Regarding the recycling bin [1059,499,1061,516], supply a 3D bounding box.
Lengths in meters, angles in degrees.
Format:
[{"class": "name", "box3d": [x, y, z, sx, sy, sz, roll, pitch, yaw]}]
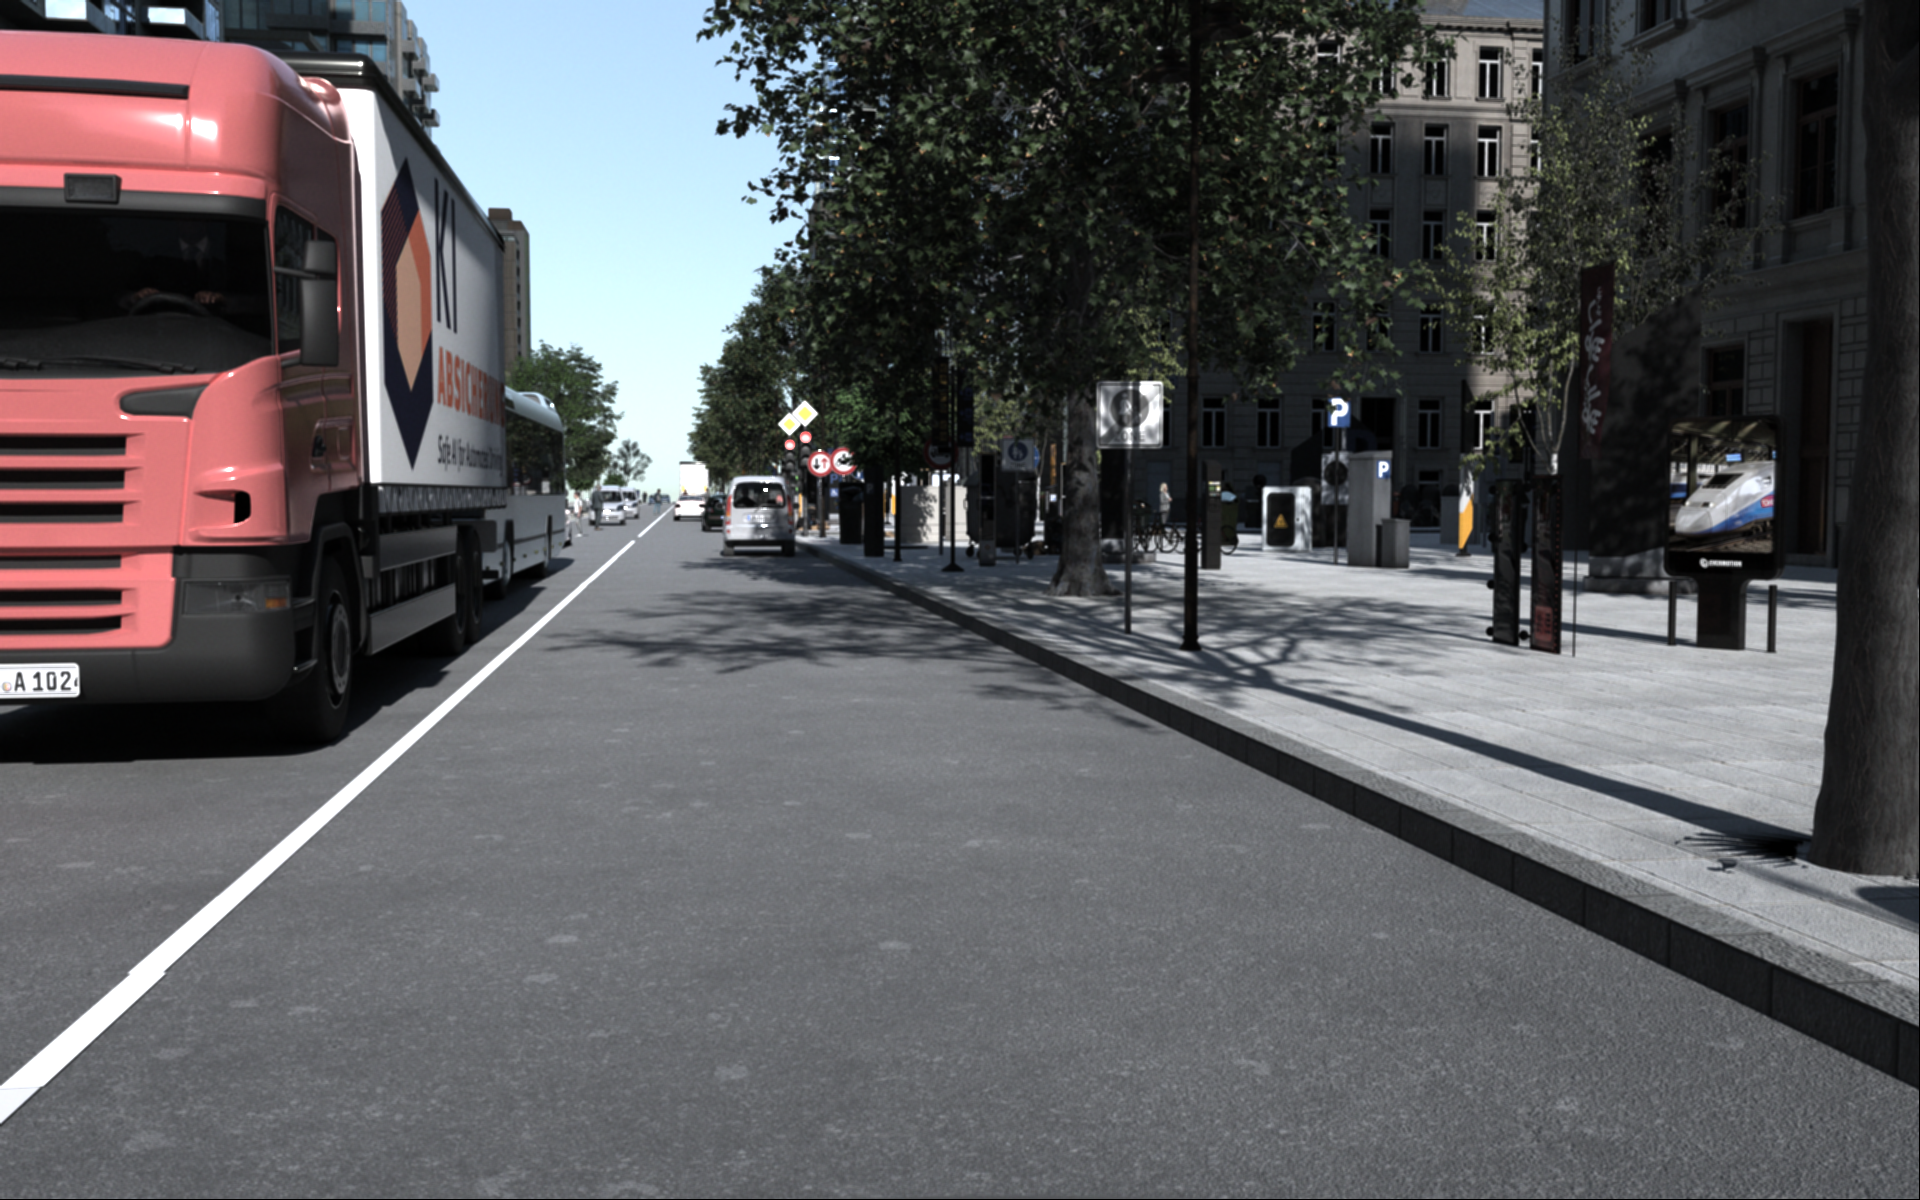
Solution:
[{"class": "recycling bin", "box3d": [5.060, -4.182, 80.925, 0.722, 1.027, 0.722, -1, 4, -15]}]

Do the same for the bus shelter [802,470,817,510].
[{"class": "bus shelter", "box3d": [-7.819, -6.249, 93.460, 1.731, 3.624, 6.357, -1, 4, -9]}]

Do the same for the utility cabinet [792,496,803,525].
[{"class": "utility cabinet", "box3d": [-7.012, -3.724, 72.056, 1.020, 1.237, 0.306, -2, 4, -35]}]

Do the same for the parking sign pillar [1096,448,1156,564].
[{"class": "parking sign pillar", "box3d": [2.963, -2.691, 32.467, 1.447, 3.967, 1.447, 1, 4, 15]}]

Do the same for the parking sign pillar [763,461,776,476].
[{"class": "parking sign pillar", "box3d": [-13.146, -8.039, 119.916, 1.447, 3.967, 1.447, 1, 4, 20]}]

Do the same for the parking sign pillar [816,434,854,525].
[{"class": "parking sign pillar", "box3d": [-5.307, -5.147, 72.624, 1.447, 3.967, 1.447, 0, 4, -7]}]

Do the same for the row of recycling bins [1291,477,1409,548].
[{"class": "row of recycling bins", "box3d": [9.463, -2.170, 42.597, 3.534, 1.692, 1.069, -3, 5, -40]}]

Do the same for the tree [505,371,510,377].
[{"class": "tree", "box3d": [-24.931, -8.439, 88.340, 4.737, 8.622, 4.395, 0, 3, 0]}]

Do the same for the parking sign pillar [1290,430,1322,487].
[{"class": "parking sign pillar", "box3d": [14.411, -5.117, 72.140, 1.447, 3.967, 1.447, 0, 4, 2]}]

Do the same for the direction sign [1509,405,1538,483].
[{"class": "direction sign", "box3d": [14.342, -3.173, 43.873, 0.876, 3.537, 0.379, 0, 4, 2]}]

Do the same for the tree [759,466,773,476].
[{"class": "tree", "box3d": [-12.234, -7.100, 110.681, 1.663, 3.219, 1.824, 0, 3, 0]}]

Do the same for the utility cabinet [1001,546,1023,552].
[{"class": "utility cabinet", "box3d": [1.146, -1.822, 38.463, 0.318, 1.500, 1.173, 1, 4, 12]}]

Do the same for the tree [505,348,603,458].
[{"class": "tree", "box3d": [-29.734, -12.151, 124.430, 9.928, 11.665, 9.643, 0, 3, 0]}]

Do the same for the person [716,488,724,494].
[{"class": "person", "box3d": [-14.862, -6.002, 106.890, 0.793, 1.790, 0.793, 3, 4, 36]}]

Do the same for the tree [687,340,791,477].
[{"class": "tree", "box3d": [-16.202, -12.800, 127.408, 7.486, 12.596, 7.792, 0, 3, 0]}]

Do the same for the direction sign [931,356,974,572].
[{"class": "direction sign", "box3d": [-0.119, -2.243, 28.670, 0.876, 3.537, 0.379, -3, 5, -39]}]

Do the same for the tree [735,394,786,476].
[{"class": "tree", "box3d": [-12.372, -9.478, 105.320, 4.360, 8.622, 3.978, 0, 3, 0]}]

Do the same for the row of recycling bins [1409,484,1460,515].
[{"class": "row of recycling bins", "box3d": [20.411, -4.048, 73.297, 3.534, 1.692, 1.069, 2, 4, 26]}]

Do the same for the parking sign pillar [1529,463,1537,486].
[{"class": "parking sign pillar", "box3d": [38.678, -7.744, 115.087, 1.447, 3.967, 1.447, -2, 4, -29]}]

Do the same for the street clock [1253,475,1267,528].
[{"class": "street clock", "box3d": [11.188, -3.677, 64.681, 0.358, 2.002, 0.471, -3, 5, -40]}]

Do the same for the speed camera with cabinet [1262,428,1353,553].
[{"class": "speed camera with cabinet", "box3d": [7.710, -2.679, 38.140, 2.038, 3.252, 0.660, 2, 4, 32]}]

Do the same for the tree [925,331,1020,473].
[{"class": "tree", "box3d": [0.863, -7.439, 71.997, 4.737, 8.622, 4.395, 0, 3, 0]}]

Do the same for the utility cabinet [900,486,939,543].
[{"class": "utility cabinet", "box3d": [-1.056, -2.227, 45.092, 1.173, 1.500, 0.318, -1, 4, -13]}]

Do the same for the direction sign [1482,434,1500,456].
[{"class": "direction sign", "box3d": [19.924, -4.467, 65.028, 0.876, 3.537, 0.379, -2, 4, -29]}]

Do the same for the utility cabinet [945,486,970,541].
[{"class": "utility cabinet", "box3d": [0.147, -2.360, 47.263, 1.173, 1.500, 0.318, -3, 4, -37]}]

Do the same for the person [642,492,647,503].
[{"class": "person", "box3d": [-51.148, -16.718, 281.857, 1.348, 1.822, 0.705, -3, 4, -38]}]

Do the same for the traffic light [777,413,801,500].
[{"class": "traffic light", "box3d": [-5.912, -4.343, 59.923, 0.839, 4.253, 0.868, -1, 4, -9]}]

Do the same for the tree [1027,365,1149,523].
[{"class": "tree", "box3d": [5.123, -6.952, 64.022, 4.360, 8.622, 3.978, 0, 3, 0]}]

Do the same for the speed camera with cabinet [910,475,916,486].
[{"class": "speed camera with cabinet", "box3d": [-1.229, -4.164, 62.418, 0.660, 3.252, 2.038, -1, 4, -20]}]

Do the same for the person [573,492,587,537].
[{"class": "person", "box3d": [-12.837, -2.888, 58.321, 0.503, 1.515, 0.523, 2, 4, 26]}]

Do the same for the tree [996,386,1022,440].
[{"class": "tree", "box3d": [3.398, -7.773, 77.451, 4.360, 8.622, 3.978, 0, 3, 0]}]

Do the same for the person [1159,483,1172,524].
[{"class": "person", "box3d": [6.767, -2.941, 56.774, 0.537, 1.800, 0.526, -3, 5, -44]}]

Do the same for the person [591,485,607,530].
[{"class": "person", "box3d": [-14.335, -3.683, 68.895, 0.661, 1.801, 0.590, 2, 4, 35]}]

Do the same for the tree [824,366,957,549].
[{"class": "tree", "box3d": [-1.544, -3.499, 40.916, 4.285, 4.588, 4.351, 0, 3, 0]}]

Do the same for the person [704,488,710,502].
[{"class": "person", "box3d": [-15.256, -5.800, 103.611, 0.573, 1.790, 0.520, 1, 4, 22]}]

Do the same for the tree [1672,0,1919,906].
[{"class": "tree", "box3d": [3.204, -5.815, 5.444, 12.009, 13.543, 11.850, 0, 3, 0]}]

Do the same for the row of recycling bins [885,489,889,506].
[{"class": "row of recycling bins", "box3d": [-3.994, -6.873, 119.491, 3.534, 1.692, 1.069, 1, 4, 13]}]

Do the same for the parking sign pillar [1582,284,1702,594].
[{"class": "parking sign pillar", "box3d": [8.976, -2.095, 22.719, 1.447, 3.967, 1.447, 1, 4, 21]}]

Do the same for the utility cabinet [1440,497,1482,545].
[{"class": "utility cabinet", "box3d": [12.860, -2.037, 44.460, 0.306, 1.237, 1.020, -3, 5, -44]}]

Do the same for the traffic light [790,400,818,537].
[{"class": "traffic light", "box3d": [-4.668, -3.860, 52.035, 0.839, 4.253, 0.868, -1, 4, -9]}]

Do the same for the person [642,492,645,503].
[{"class": "person", "box3d": [-52.612, -17.115, 288.321, 1.348, 1.826, 0.705, 3, 5, 43]}]

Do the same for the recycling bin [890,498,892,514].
[{"class": "recycling bin", "box3d": [-4.188, -6.155, 113.190, 0.722, 1.027, 0.722, 0, 4, 2]}]

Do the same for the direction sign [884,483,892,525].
[{"class": "direction sign", "box3d": [-3.036, -4.911, 72.285, 0.876, 3.537, 0.379, 2, 4, 28]}]

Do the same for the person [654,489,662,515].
[{"class": "person", "box3d": [-20.730, -6.726, 118.812, 0.623, 1.781, 0.721, 0, 4, 4]}]

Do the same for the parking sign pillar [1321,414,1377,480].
[{"class": "parking sign pillar", "box3d": [12.025, -3.903, 52.292, 1.447, 3.967, 1.447, -1, 4, -21]}]

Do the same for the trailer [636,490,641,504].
[{"class": "trailer", "box3d": [-45.899, -14.581, 245.447, 1.471, 1.999, 3.904, -1, 4, -11]}]

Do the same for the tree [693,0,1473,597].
[{"class": "tree", "box3d": [1.490, -6.412, 21.851, 9.611, 12.733, 9.660, 0, 3, 0]}]

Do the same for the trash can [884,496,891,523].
[{"class": "trash can", "box3d": [-3.513, -3.794, 73.679, 0.748, 1.137, 0.748, 0, 3, 0]}]

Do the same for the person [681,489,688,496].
[{"class": "person", "box3d": [-22.447, -8.151, 141.733, 1.348, 1.831, 0.705, -3, 5, -41]}]

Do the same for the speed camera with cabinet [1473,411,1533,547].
[{"class": "speed camera with cabinet", "box3d": [13.441, -2.901, 41.774, 2.038, 3.252, 0.660, 0, 4, -1]}]
